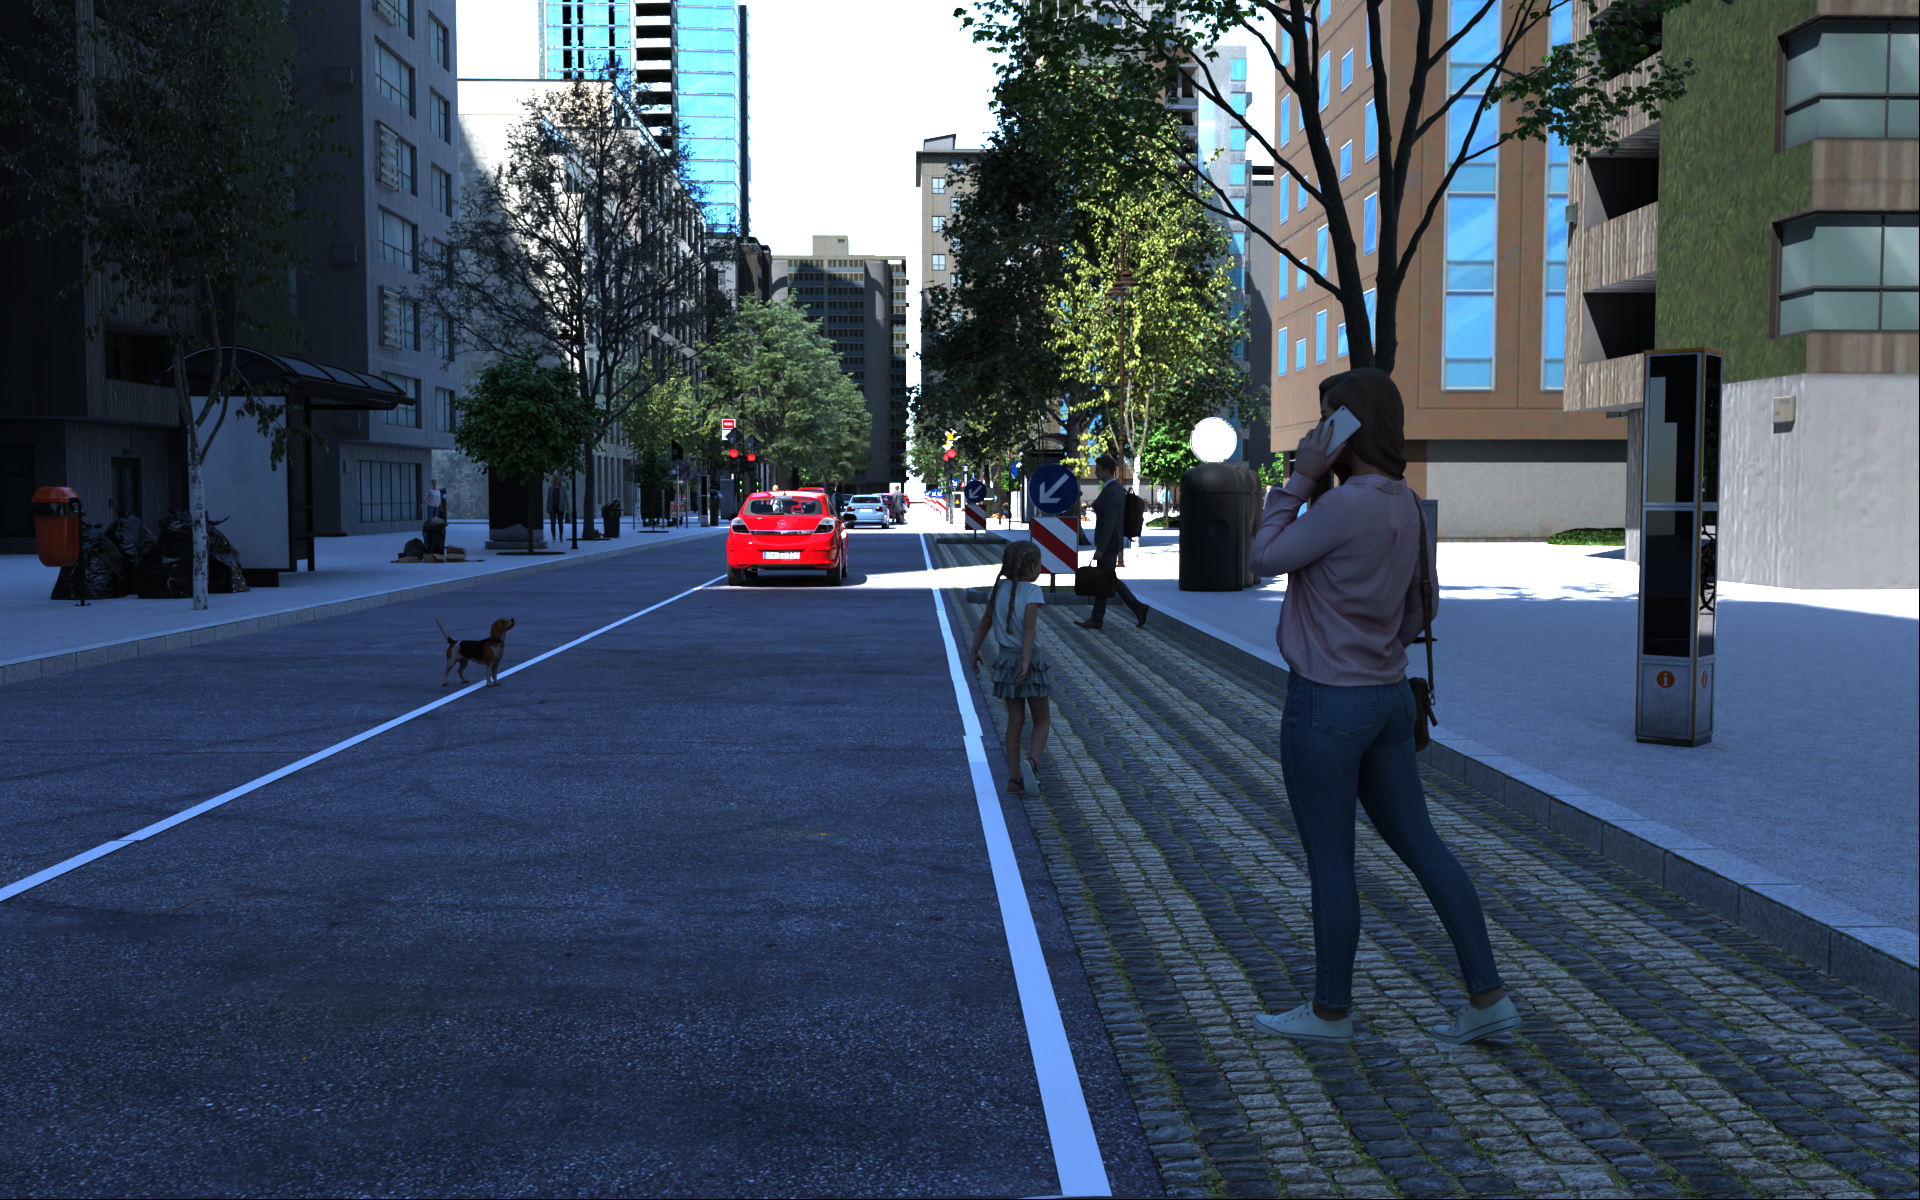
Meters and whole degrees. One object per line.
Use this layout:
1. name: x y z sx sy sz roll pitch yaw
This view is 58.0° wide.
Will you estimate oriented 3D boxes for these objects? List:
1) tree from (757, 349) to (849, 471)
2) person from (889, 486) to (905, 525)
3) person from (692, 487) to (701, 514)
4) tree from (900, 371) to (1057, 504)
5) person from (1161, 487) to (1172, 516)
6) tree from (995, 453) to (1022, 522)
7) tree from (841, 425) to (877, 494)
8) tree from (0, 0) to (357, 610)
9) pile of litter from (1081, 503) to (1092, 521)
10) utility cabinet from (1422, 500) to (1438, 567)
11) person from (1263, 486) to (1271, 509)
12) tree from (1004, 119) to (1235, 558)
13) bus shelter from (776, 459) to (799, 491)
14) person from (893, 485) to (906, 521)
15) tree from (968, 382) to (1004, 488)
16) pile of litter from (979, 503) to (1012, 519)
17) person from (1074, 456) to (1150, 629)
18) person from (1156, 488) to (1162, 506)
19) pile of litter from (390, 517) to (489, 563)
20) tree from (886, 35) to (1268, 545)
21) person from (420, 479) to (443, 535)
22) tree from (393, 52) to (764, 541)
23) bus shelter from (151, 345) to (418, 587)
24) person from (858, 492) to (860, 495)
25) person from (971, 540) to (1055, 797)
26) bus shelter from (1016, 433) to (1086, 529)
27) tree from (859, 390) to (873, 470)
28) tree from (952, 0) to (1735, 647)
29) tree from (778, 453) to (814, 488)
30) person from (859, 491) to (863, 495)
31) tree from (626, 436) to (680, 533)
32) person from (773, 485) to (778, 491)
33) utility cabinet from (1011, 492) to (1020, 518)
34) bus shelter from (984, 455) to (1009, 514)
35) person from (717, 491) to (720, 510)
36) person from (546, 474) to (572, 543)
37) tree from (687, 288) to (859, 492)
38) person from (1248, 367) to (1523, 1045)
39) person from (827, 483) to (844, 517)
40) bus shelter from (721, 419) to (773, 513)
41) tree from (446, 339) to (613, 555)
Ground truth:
1. tree: -12.444 -13.286 135.360 7.486 12.596 7.792 0 3 0
2. person: -2.971 -4.430 81.025 0.767 1.812 0.694 2 4 32
3. person: -17.413 -6.586 114.149 0.534 1.772 0.576 -3 5 -41
4. tree: 1.592 -12.717 118.300 12.009 13.543 11.850 0 3 0
5. person: 10.708 -5.153 90.317 0.660 1.820 0.620 -3 5 -42
6. tree: 2.691 -5.235 80.198 1.663 3.219 1.824 0 3 0
7. tree: -14.775 -17.511 220.718 8.767 10.594 7.601 0 4 -2
8. tree: -8.427 -4.183 18.750 4.360 8.622 3.978 0 3 0
9. pile of litter: 5.611 -4.151 81.832 1.176 0.858 1.719 -1 4 -19
10. utility cabinet: 4.987 -0.544 20.059 1.020 1.237 0.306 1 4 11
11. person: 13.460 -4.118 75.999 0.590 1.801 0.661 3 4 38
12. tree: 3.517 -5.159 34.713 4.737 8.622 4.395 0 3 0
13. bus shelter: -11.698 -7.767 118.267 1.731 3.624 6.357 0 4 -1
14. person: -3.254 -5.204 92.955 0.648 1.900 0.474 2 4 25
15. tree: 2.219 -6.379 54.658 4.737 8.622 4.395 0 3 0
16. pile of litter: 2.074 -4.599 89.150 1.176 0.858 1.719 2 4 35
17. person: 1.607 -0.599 18.252 0.822 1.834 0.622 0 4 0
18. person: 14.481 -7.305 126.222 0.760 1.731 0.466 -1 4 -21
19. pile of litter: -9.832 -1.145 32.681 1.719 0.858 1.176 -1 4 -12
20. tree: 2.950 -7.732 43.422 9.611 12.733 9.660 0 3 0
21. person: -16.465 -2.871 53.650 0.598 1.740 0.731 2 4 26
22. tree: -10.148 -8.395 47.622 12.009 13.543 11.850 0 3 0
23. bus shelter: -10.021 -1.980 26.301 2.014 3.302 5.546 0 4 -1
24. person: -11.771 -11.853 203.014 0.721 1.735 1.217 -1 4 -9
25. person: 0.224 0.320 8.285 0.505 1.210 0.382 3 4 37
26. bus shelter: 3.097 -4.055 60.225 2.014 3.302 5.546 0 4 -2
27. tree: -12.176 -15.191 155.034 9.857 13.997 8.962 0 3 0
28. tree: 3.564 -5.456 14.957 9.928 11.665 9.643 0 3 0
29. tree: -12.400 -8.799 127.575 4.285 4.588 4.351 0 3 0
30. person: -10.929 -11.134 191.362 1.217 1.723 0.721 1 4 11
31. tree: -10.174 -3.848 57.508 1.663 3.219 1.824 0 3 0
32. person: -7.155 -3.574 67.291 0.694 1.780 0.624 -3 4 -36
33. utility cabinet: 3.060 -5.129 92.542 0.318 1.500 1.173 1 4 20
34. bus shelter: 2.121 -7.066 106.816 1.731 3.624 6.357 0 4 -2
35. person: -19.311 -8.054 137.820 0.391 1.810 0.635 3 5 43
36. person: -10.558 -2.417 45.744 0.709 1.800 0.728 0 4 -6
37. tree: -11.669 -12.221 106.476 9.857 13.997 8.962 0 3 0
38. person: 1.098 0.284 4.454 0.643 1.750 0.593 3 5 41
39. person: -3.931 -2.776 54.242 0.623 1.781 0.721 0 4 -4
40. bus shelter: -11.689 -7.179 95.002 2.179 5.291 8.768 0 4 -2
41. tree: -9.103 -3.245 36.766 4.285 4.588 4.351 0 3 0
